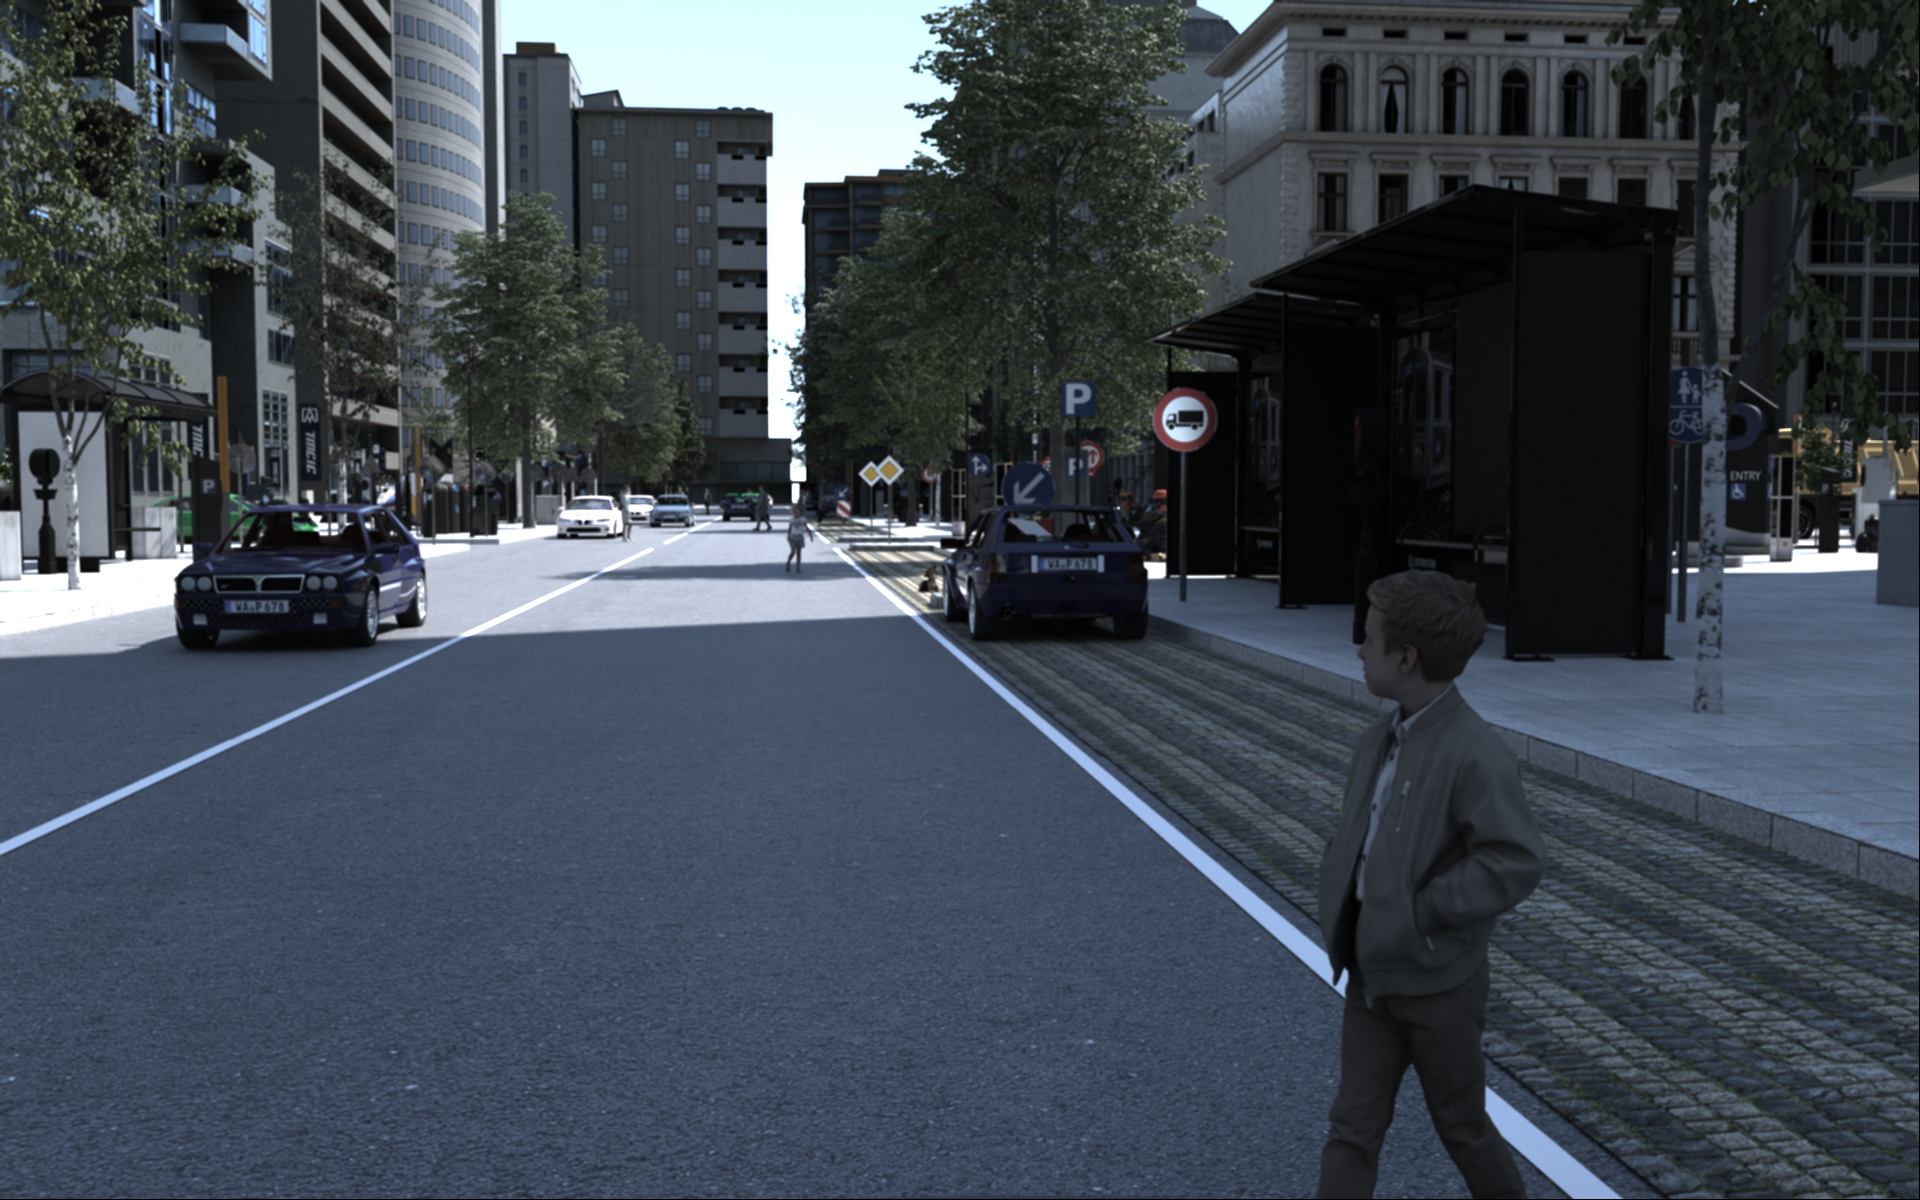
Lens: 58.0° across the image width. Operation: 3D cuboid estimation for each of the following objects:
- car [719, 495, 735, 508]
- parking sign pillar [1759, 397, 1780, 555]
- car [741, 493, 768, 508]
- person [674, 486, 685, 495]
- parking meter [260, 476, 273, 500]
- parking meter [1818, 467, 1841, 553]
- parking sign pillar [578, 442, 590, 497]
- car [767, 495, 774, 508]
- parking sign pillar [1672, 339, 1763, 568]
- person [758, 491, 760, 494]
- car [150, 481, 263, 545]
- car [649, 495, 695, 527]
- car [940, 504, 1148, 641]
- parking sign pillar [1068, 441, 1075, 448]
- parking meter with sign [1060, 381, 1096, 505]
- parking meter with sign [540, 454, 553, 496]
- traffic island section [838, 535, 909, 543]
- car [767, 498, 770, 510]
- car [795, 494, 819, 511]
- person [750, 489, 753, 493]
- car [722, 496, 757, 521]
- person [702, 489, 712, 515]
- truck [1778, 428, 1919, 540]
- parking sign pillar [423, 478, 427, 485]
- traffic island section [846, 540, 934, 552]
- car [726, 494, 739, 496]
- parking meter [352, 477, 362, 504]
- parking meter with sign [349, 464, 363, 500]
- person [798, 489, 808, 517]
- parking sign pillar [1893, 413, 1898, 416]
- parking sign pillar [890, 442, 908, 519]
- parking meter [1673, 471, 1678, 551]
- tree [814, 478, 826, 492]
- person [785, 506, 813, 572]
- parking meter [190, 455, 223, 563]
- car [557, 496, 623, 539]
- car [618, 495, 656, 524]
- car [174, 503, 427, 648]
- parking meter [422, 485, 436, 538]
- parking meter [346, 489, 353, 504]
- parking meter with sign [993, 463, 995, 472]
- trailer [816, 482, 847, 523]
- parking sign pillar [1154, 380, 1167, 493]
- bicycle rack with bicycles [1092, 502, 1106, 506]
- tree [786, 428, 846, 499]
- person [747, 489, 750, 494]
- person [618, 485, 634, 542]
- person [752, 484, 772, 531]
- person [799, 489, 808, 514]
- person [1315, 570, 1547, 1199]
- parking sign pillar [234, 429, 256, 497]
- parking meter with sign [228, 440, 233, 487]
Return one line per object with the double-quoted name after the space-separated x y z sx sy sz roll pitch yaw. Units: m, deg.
-23.599 -10.046 176.828 1.945 1.354 3.894 0 4 -5 "car"
16.723 -2.964 36.935 1.447 3.967 1.447 -2 4 -34 "parking sign pillar"
-13.054 -6.108 108.665 1.959 1.807 4.718 0 4 -5 "car"
-14.026 -4.765 86.514 0.694 1.812 0.767 -1 4 -23 "person"
-22.135 -3.036 55.344 0.399 1.863 0.255 3 5 40 "parking meter"
19.002 -1.965 37.832 0.255 1.863 0.399 -1 4 -15 "parking meter"
-18.123 -5.814 83.536 1.447 3.967 1.447 0 4 -7 "parking sign pillar"
-20.492 -10.291 180.611 2.083 1.381 4.827 0 4 -5 "car"
13.101 -2.575 30.571 1.447 3.967 1.447 3 5 40 "parking sign pillar"
-18.611 -9.274 160.794 0.551 1.740 0.621 3 5 42 "person"
-19.363 -2.250 45.591 4.718 1.807 1.959 0 4 -6 "car"
-12.606 -3.916 76.027 2.014 1.417 4.499 0 4 -5 "car"
0.810 -0.346 18.237 1.945 1.354 3.894 0 4 -6 "car"
5.702 -6.027 87.012 1.447 3.967 1.447 -2 4 -28 "parking sign pillar"
1.866 -1.920 27.645 0.543 3.016 1.738 0 4 3 "parking meter with sign"
-17.944 -4.818 75.039 0.543 3.016 1.738 -1 4 -10 "parking meter with sign"
-2.649 -1.834 52.264 2.009 0.180 2.903 0 4 -6 "traffic island section"
-18.108 -8.785 155.638 2.014 1.417 4.499 0 4 -5 "car"
-11.404 -7.380 130.454 2.009 1.686 4.222 0 4 -7 "car"
-14.186 -6.678 118.025 0.374 1.781 0.599 1 4 13 "person"
-11.810 -4.921 93.036 1.945 1.354 3.894 0 4 -4 "car"
-17.003 -6.562 116.190 0.661 1.777 0.834 1 4 17 "person"
26.275 -3.416 51.773 9.791 3.379 3.469 0 4 -8 "truck"
-38.018 -8.233 123.081 1.447 3.967 1.447 0 4 4 "parking sign pillar"
-1.785 -1.348 44.326 2.009 0.180 2.903 0 4 -6 "traffic island section"
-25.201 -11.179 191.572 1.959 1.807 4.718 0 4 -5 "car"
-20.277 -3.217 58.305 0.255 1.863 0.399 -2 4 -29 "parking meter"
-34.943 -6.384 100.634 0.543 3.016 1.738 -3 5 -42 "parking meter with sign"
-8.232 -4.970 90.602 0.563 1.720 0.643 -3 4 -36 "person"
31.500 -4.273 58.328 1.447 3.967 1.447 1 4 20 "parking sign pillar"
-2.873 -6.162 89.225 1.447 3.967 1.447 0 4 -2 "parking sign pillar"
15.977 -2.025 38.821 0.399 1.863 0.255 1 4 20 "parking meter"
-16.158 -12.675 201.837 1.663 3.219 1.824 0 3 0 "tree"
-2.959 -1.122 31.856 0.505 1.210 0.382 0 4 -7 "person"
-11.376 -1.252 26.178 0.399 1.863 0.255 -3 5 -42 "parking meter"
-12.148 -2.744 57.226 2.083 1.381 4.827 0 4 -5 "car"
-15.282 -4.288 82.472 2.083 1.381 4.827 0 4 -6 "car"
-6.519 -0.294 17.381 1.945 1.354 3.894 0 4 -7 "car"
-15.576 -2.593 50.808 0.372 1.533 0.369 0 3 0 "parking meter"
-27.864 -4.331 79.215 0.372 1.533 0.369 0 3 0 "parking meter"
2.736 -6.100 95.988 1.738 3.016 0.543 -1 4 -17 "parking meter with sign"
-6.457 -4.851 86.360 1.471 1.999 3.904 0 4 -8 "trailer"
5.004 -3.253 41.663 1.447 3.967 1.447 1 4 18 "parking sign pillar"
5.870 -4.121 80.763 2.925 0.926 2.852 1 4 9 "bicycle rack with bicycles"
-15.900 -15.879 194.027 8.767 10.594 7.601 1 4 22 "tree"
-13.675 -6.341 112.408 0.478 1.798 0.641 1 4 11 "person"
-10.055 -2.607 52.121 0.522 1.701 0.512 -1 4 -15 "person"
-7.752 -3.617 67.735 0.767 1.812 0.694 1 4 8 "person"
-11.352 -7.158 125.553 0.660 1.820 0.620 -1 4 -13 "person"
0.800 0.599 2.975 0.640 1.303 0.475 -2 4 -35 "person"
-29.673 -5.107 71.978 1.447 3.967 1.447 0 4 -4 "parking sign pillar"
-24.382 -3.642 55.800 1.738 3.016 0.543 -3 5 -44 "parking meter with sign"
